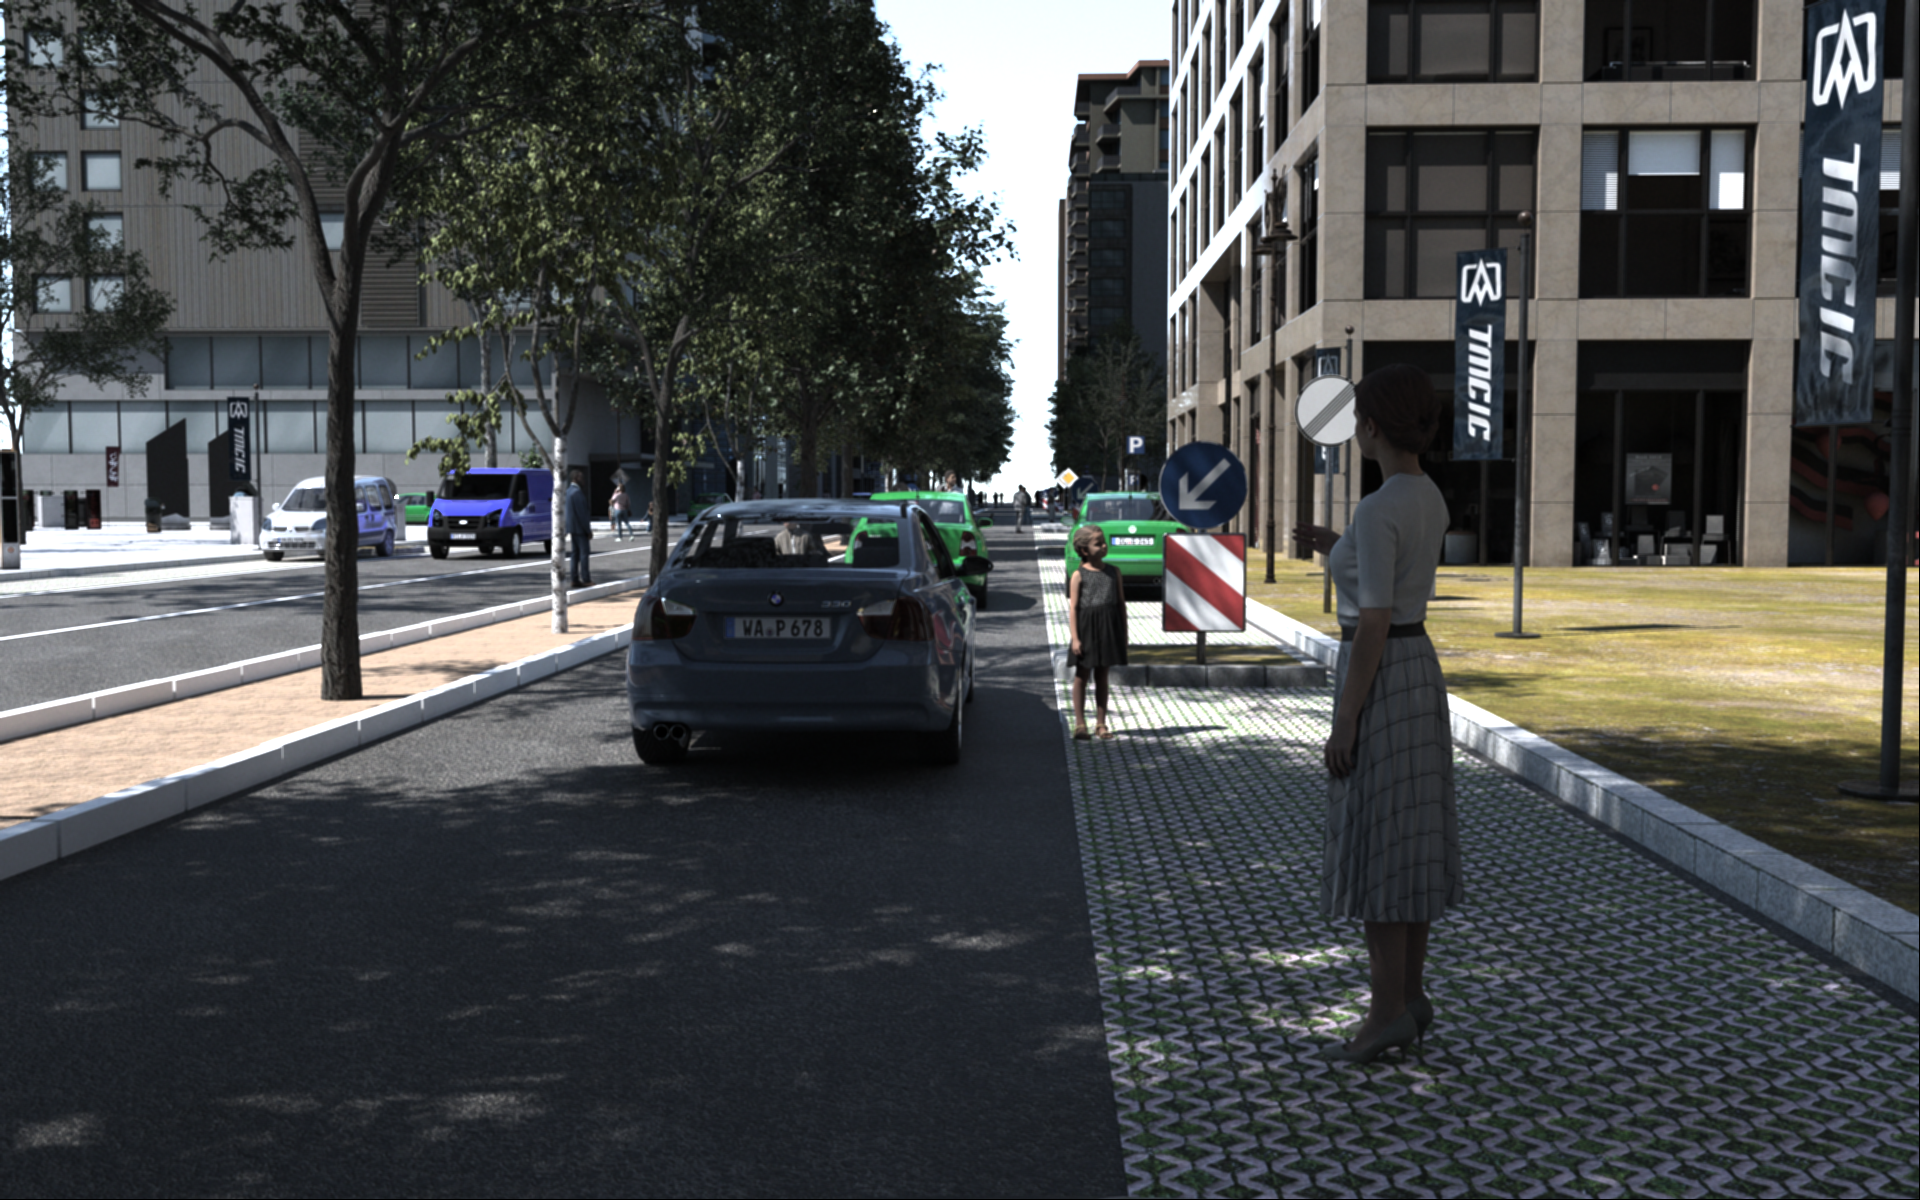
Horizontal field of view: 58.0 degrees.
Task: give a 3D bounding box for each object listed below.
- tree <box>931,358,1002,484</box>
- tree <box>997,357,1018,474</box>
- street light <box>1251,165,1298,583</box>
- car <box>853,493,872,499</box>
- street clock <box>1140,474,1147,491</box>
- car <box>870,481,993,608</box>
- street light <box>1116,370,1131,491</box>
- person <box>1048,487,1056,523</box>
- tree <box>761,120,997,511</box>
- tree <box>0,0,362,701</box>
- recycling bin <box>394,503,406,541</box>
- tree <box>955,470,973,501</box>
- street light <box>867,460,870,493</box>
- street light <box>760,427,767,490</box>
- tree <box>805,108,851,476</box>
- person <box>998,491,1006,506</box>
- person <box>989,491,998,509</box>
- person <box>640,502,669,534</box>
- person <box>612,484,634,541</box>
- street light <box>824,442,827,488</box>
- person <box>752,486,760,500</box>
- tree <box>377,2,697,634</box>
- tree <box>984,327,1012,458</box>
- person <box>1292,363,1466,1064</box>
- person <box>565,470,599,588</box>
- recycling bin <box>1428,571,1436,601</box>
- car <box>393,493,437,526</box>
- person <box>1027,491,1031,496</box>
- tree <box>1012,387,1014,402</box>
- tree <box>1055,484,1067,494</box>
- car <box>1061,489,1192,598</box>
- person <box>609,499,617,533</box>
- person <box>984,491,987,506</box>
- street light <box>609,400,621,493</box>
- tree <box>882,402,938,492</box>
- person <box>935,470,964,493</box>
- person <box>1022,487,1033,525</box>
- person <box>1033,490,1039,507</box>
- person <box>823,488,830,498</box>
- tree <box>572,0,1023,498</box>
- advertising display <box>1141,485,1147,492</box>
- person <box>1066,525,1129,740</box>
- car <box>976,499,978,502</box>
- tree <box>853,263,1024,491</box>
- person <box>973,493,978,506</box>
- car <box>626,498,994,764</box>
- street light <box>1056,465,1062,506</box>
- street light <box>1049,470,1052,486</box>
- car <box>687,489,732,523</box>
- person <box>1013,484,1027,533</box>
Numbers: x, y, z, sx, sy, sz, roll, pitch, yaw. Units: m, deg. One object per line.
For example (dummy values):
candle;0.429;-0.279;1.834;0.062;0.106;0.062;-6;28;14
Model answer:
tree;-0.808;-10.873;105.993;9.928;11.665;9.643;0;3;0
tree;0.016;-11.900;115.149;7.486;12.596;7.792;0;3;0
street light;4.467;-3.179;24.759;0.468;5.910;1.993;0;4;2
car;-5.069;-4.801;88.091;1.945;1.707;3.694;0;4;1
street clock;6.576;-3.586;63.197;0.471;2.002;0.358;-1;4;-17
car;-0.529;-0.876;23.117;1.959;1.807;4.718;0;4;0
street light;6.111;-5.637;64.960;0.468;5.910;1.993;0;4;2
person;4.572;-4.694;85.797;0.362;1.759;0.519;2;4;27
tree;-3.034;-7.757;47.418;7.486;12.596;7.792;0;3;0
tree;-4.341;-4.558;11.386;8.767;10.594;7.601;0;4;2
recycling bin;-15.615;-2.123;47.271;0.722;1.027;0.722;-3;5;-43
tree;0.585;-11.344;138.289;4.737;8.622;4.395;0;3;0
street light;-10.159;-13.435;192.448;0.468;5.910;1.993;0;4;2
street light;-13.047;-8.656;114.313;0.468;5.910;1.993;0;4;2
tree;-3.880;-4.734;30.213;4.737;8.622;4.395;0;3;0
person;5.124;-12.595;214.449;1.348;1.821;0.705;2;4;34
person;3.358;-9.922;171.260;0.750;1.759;0.617;-2;4;-30
person;-10.942;-2.950;62.236;1.012;1.151;0.738;0;4;-2
person;-10.215;-2.665;52.668;0.593;1.750;0.643;-3;5;-42
street light;-11.665;-10.894;150.907;0.468;5.910;1.993;0;4;2
person;-9.835;-4.564;83.134;0.555;1.821;0.388;2;4;29
tree;-4.124;-3.968;17.699;4.737;8.622;4.395;0;3;0
tree;-2.668;-7.657;62.058;8.767;10.594;7.601;0;4;2
person;1.024;0.283;4.443;0.524;1.755;0.480;2;4;34
person;-5.840;-1.092;26.541;0.419;1.800;0.721;-3;5;-39
recycling bin;5.269;-0.515;20.978;0.722;1.027;0.722;-1;4;-22
car;-22.076;-3.716;69.550;4.718;1.807;1.959;0;4;3
person;8.136;-12.031;205.651;0.683;1.767;0.568;-1;4;-15
tree;-1.488;-9.336;89.505;8.767;10.594;7.601;0;4;2
tree;11.642;-12.626;201.041;1.663;3.219;1.824;0;3;0
car;2.422;-0.988;24.947;1.959;1.807;4.718;0;4;4
person;-12.628;-3.059;63.197;0.332;1.250;0.352;1;4;21
person;2.913;-12.063;205.600;0.599;1.838;0.709;-1;4;-23
street light;-14.644;-6.213;74.363;0.468;5.910;1.993;0;4;2
tree;-2.304;-6.286;55.597;4.360;8.622;3.978;0;3;0
person;-0.224;-1.244;28.935;0.679;1.850;0.850;0;4;4
person;3.097;-4.445;81.517;0.721;1.781;0.623;-2;4;-29
person;7.877;-10.251;175.728;1.348;1.869;0.705;-3;4;-38
person;-7.465;-5.403;97.423;0.593;1.750;0.643;2;4;30
tree;-3.412;-7.298;38.789;9.611;12.733;9.660;0;3;0
advertising display;12.555;-6.996;119.590;0.123;1.923;0.974;-2;4;-33
person;0.810;0.187;10.117;0.362;1.253;0.373;-1;4;-14
car;2.597;-16.408;280.072;2.131;1.459;4.920;0;4;1
tree;-1.543;-10.447;79.920;9.857;13.997;8.962;0;3;0
person;1.681;-12.019;205.085;0.705;1.814;1.350;-3;5;-42
car;-0.811;0.092;10.503;2.014;1.417;4.499;0;4;2
street light;12.558;-15.351;223.770;0.468;5.910;1.993;0;4;2
street light;15.862;-20.479;307.611;0.468;5.910;1.993;0;4;2
car;-12.030;-4.600;84.002;1.959;1.807;4.718;0;4;2
person;2.248;-3.353;63.515;0.606;1.804;0.583;2;4;32
